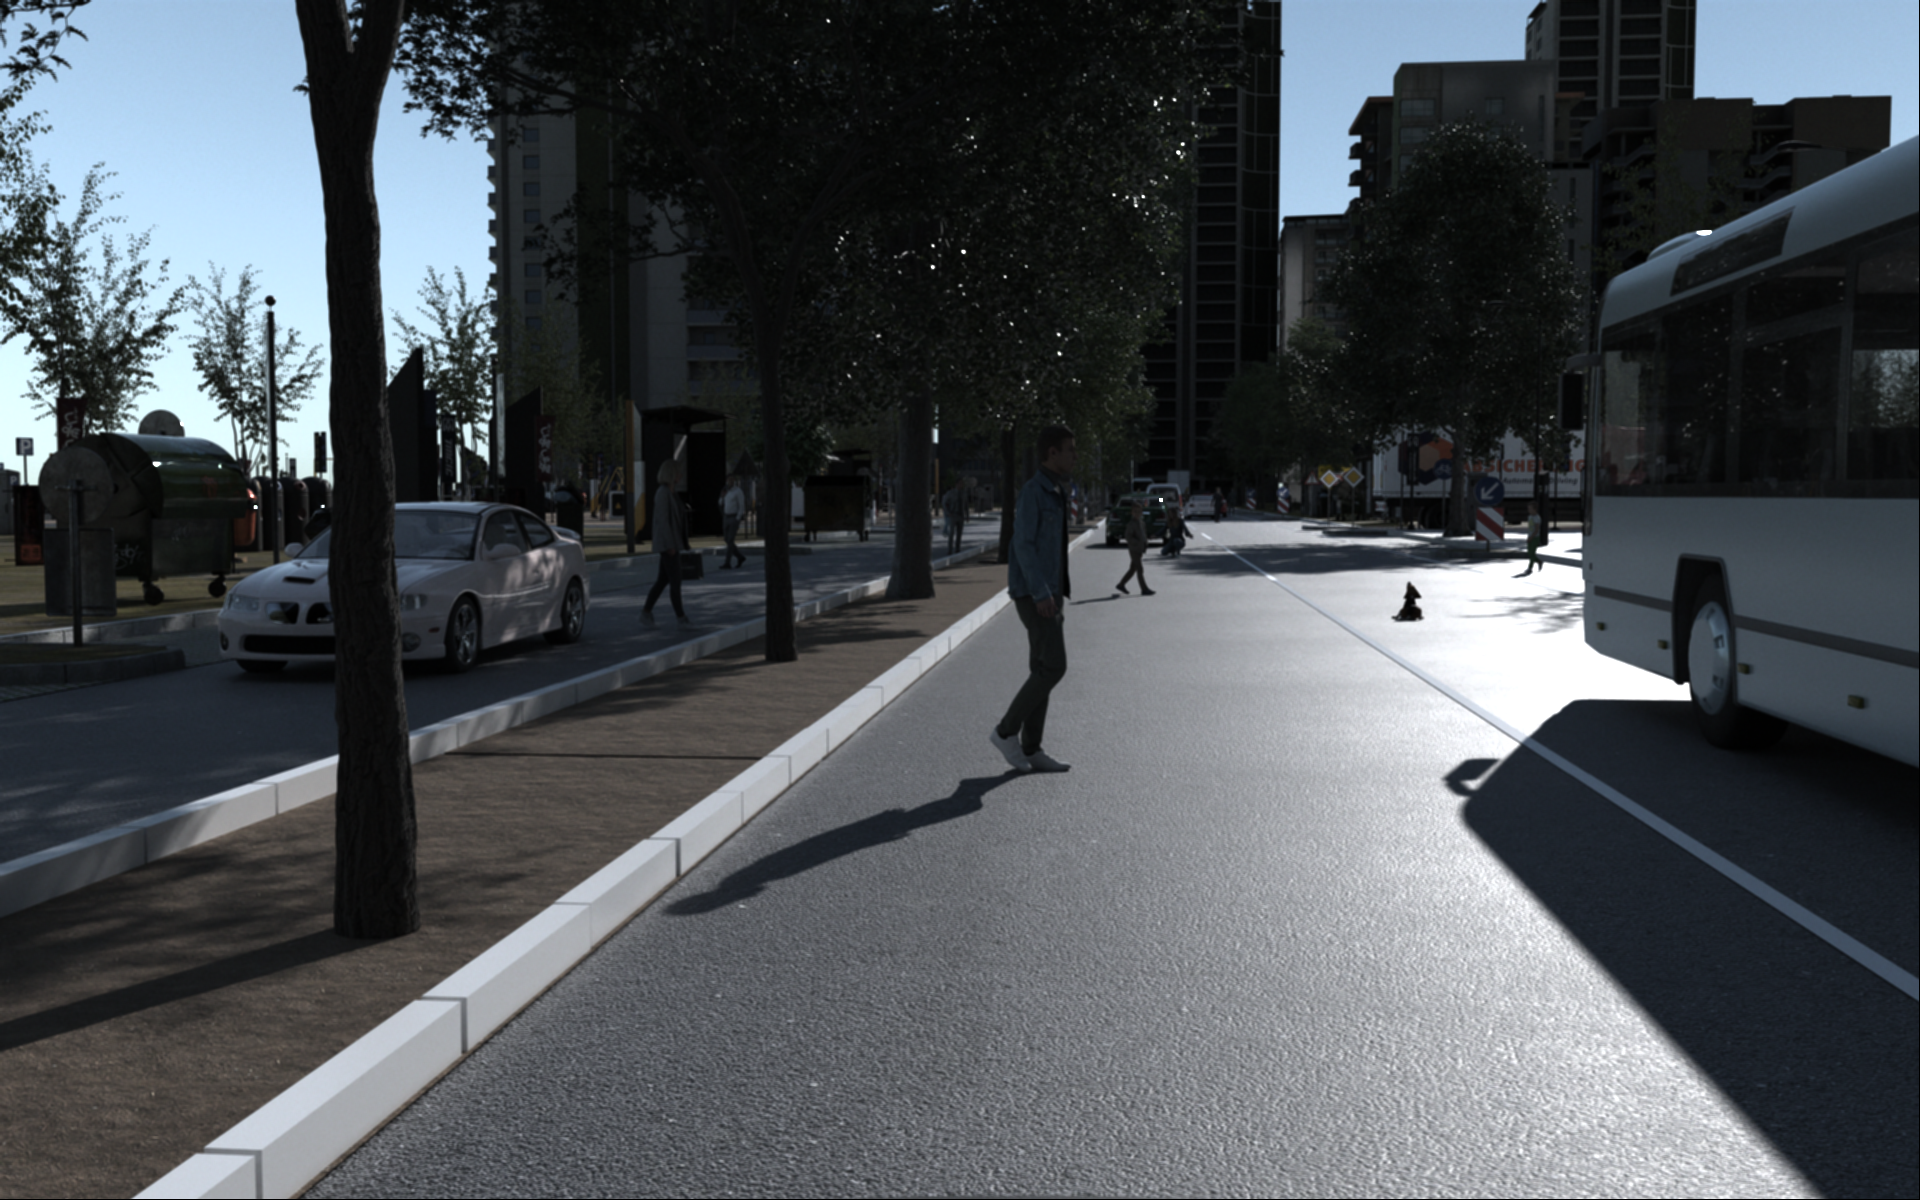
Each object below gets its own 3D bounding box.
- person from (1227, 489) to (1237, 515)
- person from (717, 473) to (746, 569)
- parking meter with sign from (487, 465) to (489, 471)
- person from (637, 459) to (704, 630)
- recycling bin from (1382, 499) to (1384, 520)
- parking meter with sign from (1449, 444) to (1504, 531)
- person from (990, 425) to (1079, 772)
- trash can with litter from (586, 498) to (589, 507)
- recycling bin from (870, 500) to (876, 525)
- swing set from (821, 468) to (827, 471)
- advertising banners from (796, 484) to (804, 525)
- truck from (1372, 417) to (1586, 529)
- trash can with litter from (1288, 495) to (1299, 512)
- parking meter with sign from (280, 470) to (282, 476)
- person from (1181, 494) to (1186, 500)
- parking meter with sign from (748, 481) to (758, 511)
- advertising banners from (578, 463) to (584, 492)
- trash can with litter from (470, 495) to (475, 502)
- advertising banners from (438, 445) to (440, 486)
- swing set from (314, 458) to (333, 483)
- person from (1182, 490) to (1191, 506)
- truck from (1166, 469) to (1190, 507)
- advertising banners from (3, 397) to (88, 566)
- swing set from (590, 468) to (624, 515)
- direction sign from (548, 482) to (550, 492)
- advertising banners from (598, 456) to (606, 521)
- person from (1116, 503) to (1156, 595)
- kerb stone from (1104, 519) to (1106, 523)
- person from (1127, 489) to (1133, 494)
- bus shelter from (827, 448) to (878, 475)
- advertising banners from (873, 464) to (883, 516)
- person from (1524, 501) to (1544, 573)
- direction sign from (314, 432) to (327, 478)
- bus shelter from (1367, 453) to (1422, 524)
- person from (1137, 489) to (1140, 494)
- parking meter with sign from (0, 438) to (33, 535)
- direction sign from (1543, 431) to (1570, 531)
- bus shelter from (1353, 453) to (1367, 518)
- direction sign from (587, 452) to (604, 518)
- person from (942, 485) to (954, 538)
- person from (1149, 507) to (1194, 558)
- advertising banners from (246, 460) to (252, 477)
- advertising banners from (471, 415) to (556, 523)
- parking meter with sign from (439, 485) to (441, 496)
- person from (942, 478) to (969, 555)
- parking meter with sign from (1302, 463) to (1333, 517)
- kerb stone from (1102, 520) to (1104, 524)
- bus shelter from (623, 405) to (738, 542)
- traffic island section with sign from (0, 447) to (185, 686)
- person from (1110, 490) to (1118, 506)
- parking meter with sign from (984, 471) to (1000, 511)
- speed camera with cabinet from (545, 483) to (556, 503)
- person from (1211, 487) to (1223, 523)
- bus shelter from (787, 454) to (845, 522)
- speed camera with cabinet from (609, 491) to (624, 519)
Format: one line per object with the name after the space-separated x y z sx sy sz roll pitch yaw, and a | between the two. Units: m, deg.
18.190 -6.556 115.863 0.661 1.801 0.590 0 4 0 | person
-4.407 -1.511 33.310 0.679 1.850 0.850 2 4 34 | person
-28.156 -6.477 102.156 0.543 3.016 1.738 1 4 12 | parking meter with sign
-3.074 -0.593 18.372 0.728 1.800 0.709 0 4 8 | person
21.071 -4.395 84.406 0.722 1.027 0.722 -2 4 -27 | recycling bin
18.082 -3.940 60.674 1.738 3.016 0.543 0 4 8 | parking meter with sign
0.388 -0.004 8.914 0.444 1.785 0.601 1 4 22 | person
-29.085 -7.511 134.184 0.624 1.170 1.055 1 4 13 | trash can with litter
-3.888 -3.615 71.663 0.722 1.027 0.722 0 4 6 | recycling bin
-8.405 -6.606 105.620 2.862 2.851 3.119 0 4 3 | swing set
-6.176 -4.689 72.847 2.074 3.025 0.090 -3 5 -41 | advertising banners
21.250 -4.627 64.568 11.283 4.237 2.839 0 4 5 | truck
23.196 -6.836 122.824 1.678 1.210 2.233 1 4 22 | trash can with litter
-48.214 -7.898 125.396 1.738 3.016 0.543 -1 4 -9 | parking meter with sign
19.052 -8.406 149.158 0.991 1.433 0.599 0 4 -5 | person
-15.569 -8.217 130.600 0.543 3.016 1.738 1 4 9 | parking meter with sign
-22.947 -6.510 102.627 0.090 3.025 2.074 2 4 27 | advertising banners
-24.294 -4.667 87.368 2.233 1.210 1.678 -1 4 -14 | trash can with litter
-18.987 -3.984 61.333 2.074 3.025 0.090 3 5 39 | advertising banners
-26.706 -4.803 76.152 3.119 2.851 2.862 -1 4 -17 | swing set
21.227 -9.433 162.732 1.348 1.823 0.705 1 4 11 | person
24.868 -12.747 197.328 2.839 4.237 11.283 0 4 7 | truck
-16.738 -2.132 31.039 2.074 3.025 0.090 -2 4 -29 | advertising banners
-20.102 -6.471 103.429 2.862 2.851 3.119 0 4 2 | swing set
-35.247 -9.588 148.760 0.379 3.537 0.876 -2 4 -29 | direction sign
-16.853 -5.217 81.493 0.090 3.025 2.074 0 4 -3 | advertising banners
2.520 -0.730 24.703 0.640 1.303 0.475 2 4 25 | person
6.624 -3.590 80.926 0.120 0.150 1.000 0 4 6 | kerb stone
12.903 -7.452 130.439 0.767 1.812 0.694 -3 4 -38 | person
-5.622 -6.122 91.374 1.731 3.624 6.357 0 4 6 | bus shelter
-4.790 -6.289 99.009 0.090 3.025 2.074 1 4 18 | advertising banners
10.526 -1.160 31.718 0.590 1.304 0.306 -2 4 -35 | person
-23.320 -4.356 63.216 0.876 3.537 0.379 3 5 44 | direction sign
20.011 -6.101 77.379 2.179 5.291 8.768 0 4 6 | bus shelter
10.436 -5.545 99.838 0.731 1.740 0.598 0 4 -6 | person
-29.717 -3.529 53.961 1.738 3.016 0.543 1 4 21 | parking meter with sign
20.961 -4.215 60.913 0.876 3.537 0.379 1 4 17 | direction sign
22.084 -6.969 91.569 2.179 5.291 8.768 0 4 6 | bus shelter
-19.523 -6.160 92.718 0.876 3.537 0.379 0 4 -5 | direction sign
-0.410 -2.912 56.952 0.643 1.720 0.563 -2 4 -33 | person
4.834 -1.514 38.745 1.012 1.151 0.738 3 4 36 | person
-36.633 -5.626 88.168 0.090 3.025 2.074 1 4 12 | advertising banners
-9.714 -2.546 37.822 2.074 3.025 0.090 -3 5 -43 | advertising banners
-44.148 -9.278 147.952 1.738 3.016 0.543 -1 4 -17 | parking meter with sign
-0.082 -1.992 41.173 0.635 1.810 0.391 -2 4 -31 | person
20.117 -6.186 97.396 1.738 3.016 0.543 1 4 14 | parking meter with sign
6.300 -3.405 77.874 0.120 0.150 1.000 0 4 6 | kerb stone
-7.798 -3.525 48.910 1.731 3.624 6.357 0 4 6 | bus shelter
-7.390 -0.317 13.803 1.989 1.847 2.006 0 4 6 | traffic island section with sign
14.780 -9.693 166.607 1.348 1.869 0.705 -2 4 -34 | person
2.175 -8.374 133.172 1.738 3.016 0.543 0 4 5 | parking meter with sign
-32.694 -8.736 137.170 2.038 3.252 0.660 2 4 32 | speed camera with cabinet
12.807 -4.739 86.399 0.534 1.772 0.576 3 5 42 | person
-6.881 -5.357 81.515 2.014 3.302 5.546 0 4 6 | bus shelter
-17.337 -5.890 90.642 2.038 3.252 0.660 -1 4 -13 | speed camera with cabinet
